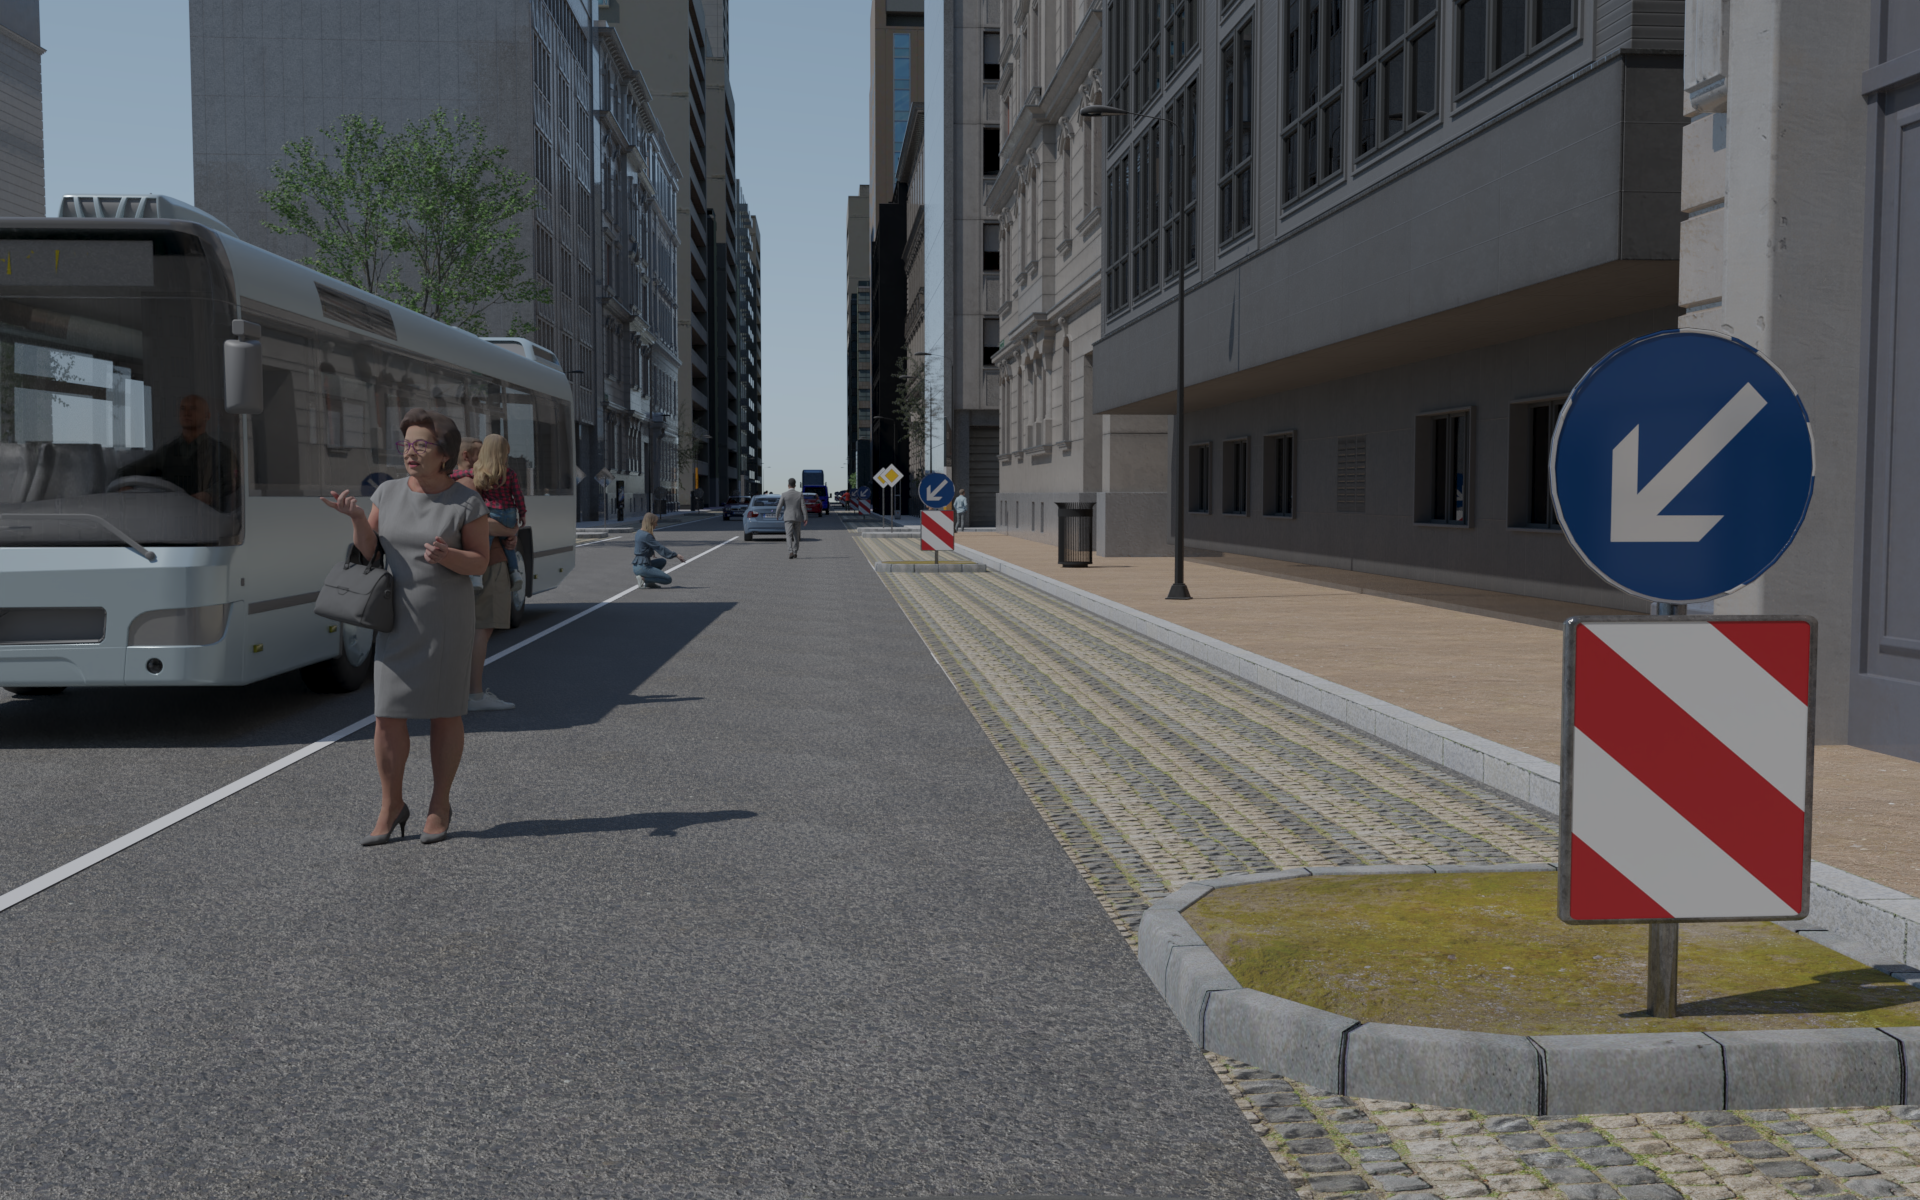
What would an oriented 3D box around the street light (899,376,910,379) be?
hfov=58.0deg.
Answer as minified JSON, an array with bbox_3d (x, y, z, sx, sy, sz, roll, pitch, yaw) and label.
[{"bbox_3d":[-1.681,-5.840,68.028,1.470,5.913,1.316,0,4,-5],"label":"street light"}]

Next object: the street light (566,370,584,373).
[{"bbox_3d":[-14.786,-5.657,65.035,1.470,5.913,1.316,0,4,-5],"label":"street light"}]

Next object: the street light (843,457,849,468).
[{"bbox_3d":[-14.272,-15.564,227.011,1.470,5.913,1.316,0,4,-5],"label":"street light"}]

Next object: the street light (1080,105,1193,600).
[{"bbox_3d":[2.131,-2.958,20.909,1.470,5.913,1.316,0,4,-5],"label":"street light"}]

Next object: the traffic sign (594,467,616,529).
[{"bbox_3d":[-13.196,-3.714,64.367,0.795,2.450,0.064,0,4,-5],"label":"traffic sign"}]

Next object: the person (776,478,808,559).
[{"bbox_3d":[-3.730,-1.816,38.465,0.678,1.792,0.850,-1,4,-12],"label":"person"}]

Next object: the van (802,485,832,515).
[{"bbox_3d":[-10.056,-7.119,120.780,2.240,2.365,5.245,0,4,-4],"label":"van"}]

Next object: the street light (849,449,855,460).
[{"bbox_3d":[-10.499,-12.703,180.240,1.470,5.913,1.316,0,4,-5],"label":"street light"}]

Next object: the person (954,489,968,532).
[{"bbox_3d":[0.061,-3.061,60.350,0.330,1.601,0.589,-3,5,-44],"label":"person"}]

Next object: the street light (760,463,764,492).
[{"bbox_3d":[-30.027,-17.541,259.329,1.470,5.913,1.316,0,4,-5],"label":"street light"}]

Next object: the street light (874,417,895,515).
[{"bbox_3d":[-4.454,-8.034,103.905,1.470,5.913,1.316,0,4,-5],"label":"street light"}]

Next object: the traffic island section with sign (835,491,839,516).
[{"bbox_3d":[-7.104,-6.493,114.783,1.989,1.847,2.006,0,4,-5],"label":"traffic island section with sign"}]

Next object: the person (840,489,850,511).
[{"bbox_3d":[-9.423,-8.348,144.920,1.348,1.831,0.705,-1,4,-14],"label":"person"}]

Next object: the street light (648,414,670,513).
[{"bbox_3d":[-17.555,-7.854,100.953,1.470,5.913,1.316,0,4,-5],"label":"street light"}]

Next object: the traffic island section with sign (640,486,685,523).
[{"bbox_3d":[-15.012,-4.793,87.000,1.989,1.847,2.006,0,4,-5],"label":"traffic island section with sign"}]

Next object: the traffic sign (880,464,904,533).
[{"bbox_3d":[-2.253,-3.276,57.198,0.795,2.450,0.064,0,4,-5],"label":"traffic sign"}]

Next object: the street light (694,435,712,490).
[{"bbox_3d":[-20.756,-10.266,140.384,1.470,5.913,1.316,0,4,-5],"label":"street light"}]

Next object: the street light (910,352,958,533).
[{"bbox_3d":[-0.795,-5.152,56.773,1.470,5.913,1.316,0,4,-5],"label":"street light"}]

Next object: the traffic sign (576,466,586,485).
[{"bbox_3d":[-12.567,-3.227,56.407,0.795,2.450,0.064,0,4,-5],"label":"traffic sign"}]

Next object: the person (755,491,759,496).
[{"bbox_3d":[-22.579,-11.276,193.538,1.217,1.739,0.721,-3,4,-38],"label":"person"}]

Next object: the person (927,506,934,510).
[{"bbox_3d":[-0.841,-2.077,47.133,0.373,1.253,0.362,1,4,15],"label":"person"}]

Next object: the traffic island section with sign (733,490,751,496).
[{"bbox_3d":[-21.088,-9.494,163.858,1.989,1.847,2.006,0,4,-5],"label":"traffic island section with sign"}]

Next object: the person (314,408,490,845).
[{"bbox_3d":[-2.298,0.110,7.063,0.716,1.782,0.532,0,4,3],"label":"person"}]

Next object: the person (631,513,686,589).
[{"bbox_3d":[-4.654,-0.757,26.377,0.738,1.151,1.012,-1,4,-23],"label":"person"}]

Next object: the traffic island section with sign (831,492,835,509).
[{"bbox_3d":[-11.062,-9.560,164.929,1.989,1.847,2.006,0,4,-5],"label":"traffic island section with sign"}]

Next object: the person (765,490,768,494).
[{"bbox_3d":[-15.703,-8.098,141.608,0.721,1.736,1.217,-1,4,-9],"label":"person"}]

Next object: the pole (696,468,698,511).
[{"bbox_3d":[-20.373,-8.584,134.198,0.158,3.312,0.155,0,3,0],"label":"pole"}]

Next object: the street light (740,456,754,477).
[{"bbox_3d":[-27.207,-15.346,223.444,1.470,5.913,1.316,0,4,-5],"label":"street light"}]

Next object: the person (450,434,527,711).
[{"bbox_3d":[-3.176,-0.189,11.569,0.580,1.828,0.573,1,4,17],"label":"person"}]

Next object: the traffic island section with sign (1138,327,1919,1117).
[{"bbox_3d":[1.571,0.226,4.926,1.989,1.847,2.006,0,4,-5],"label":"traffic island section with sign"}]

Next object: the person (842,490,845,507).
[{"bbox_3d":[-11.730,-10.086,173.371,0.705,1.831,1.348,-1,4,-17],"label":"person"}]

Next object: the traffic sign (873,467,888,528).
[{"bbox_3d":[-2.882,-3.762,65.158,0.795,2.450,0.064,0,4,-5],"label":"traffic sign"}]

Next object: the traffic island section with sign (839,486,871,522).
[{"bbox_3d":[-4.984,-4.849,87.911,1.989,1.847,2.006,0,4,-5],"label":"traffic island section with sign"}]

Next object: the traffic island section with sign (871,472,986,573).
[{"bbox_3d":[-0.586,-1.446,32.271,1.989,1.847,2.006,0,4,-5],"label":"traffic island section with sign"}]

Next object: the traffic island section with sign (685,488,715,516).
[{"bbox_3d":[-17.157,-6.453,114.132,1.989,1.847,2.006,0,4,-5],"label":"traffic island section with sign"}]

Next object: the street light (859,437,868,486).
[{"bbox_3d":[-7.724,-10.509,144.364,1.470,5.913,1.316,0,4,-5],"label":"street light"}]

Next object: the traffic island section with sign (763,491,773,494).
[{"bbox_3d":[-29.696,-16.170,273.009,1.989,1.847,2.006,0,4,-5],"label":"traffic island section with sign"}]
